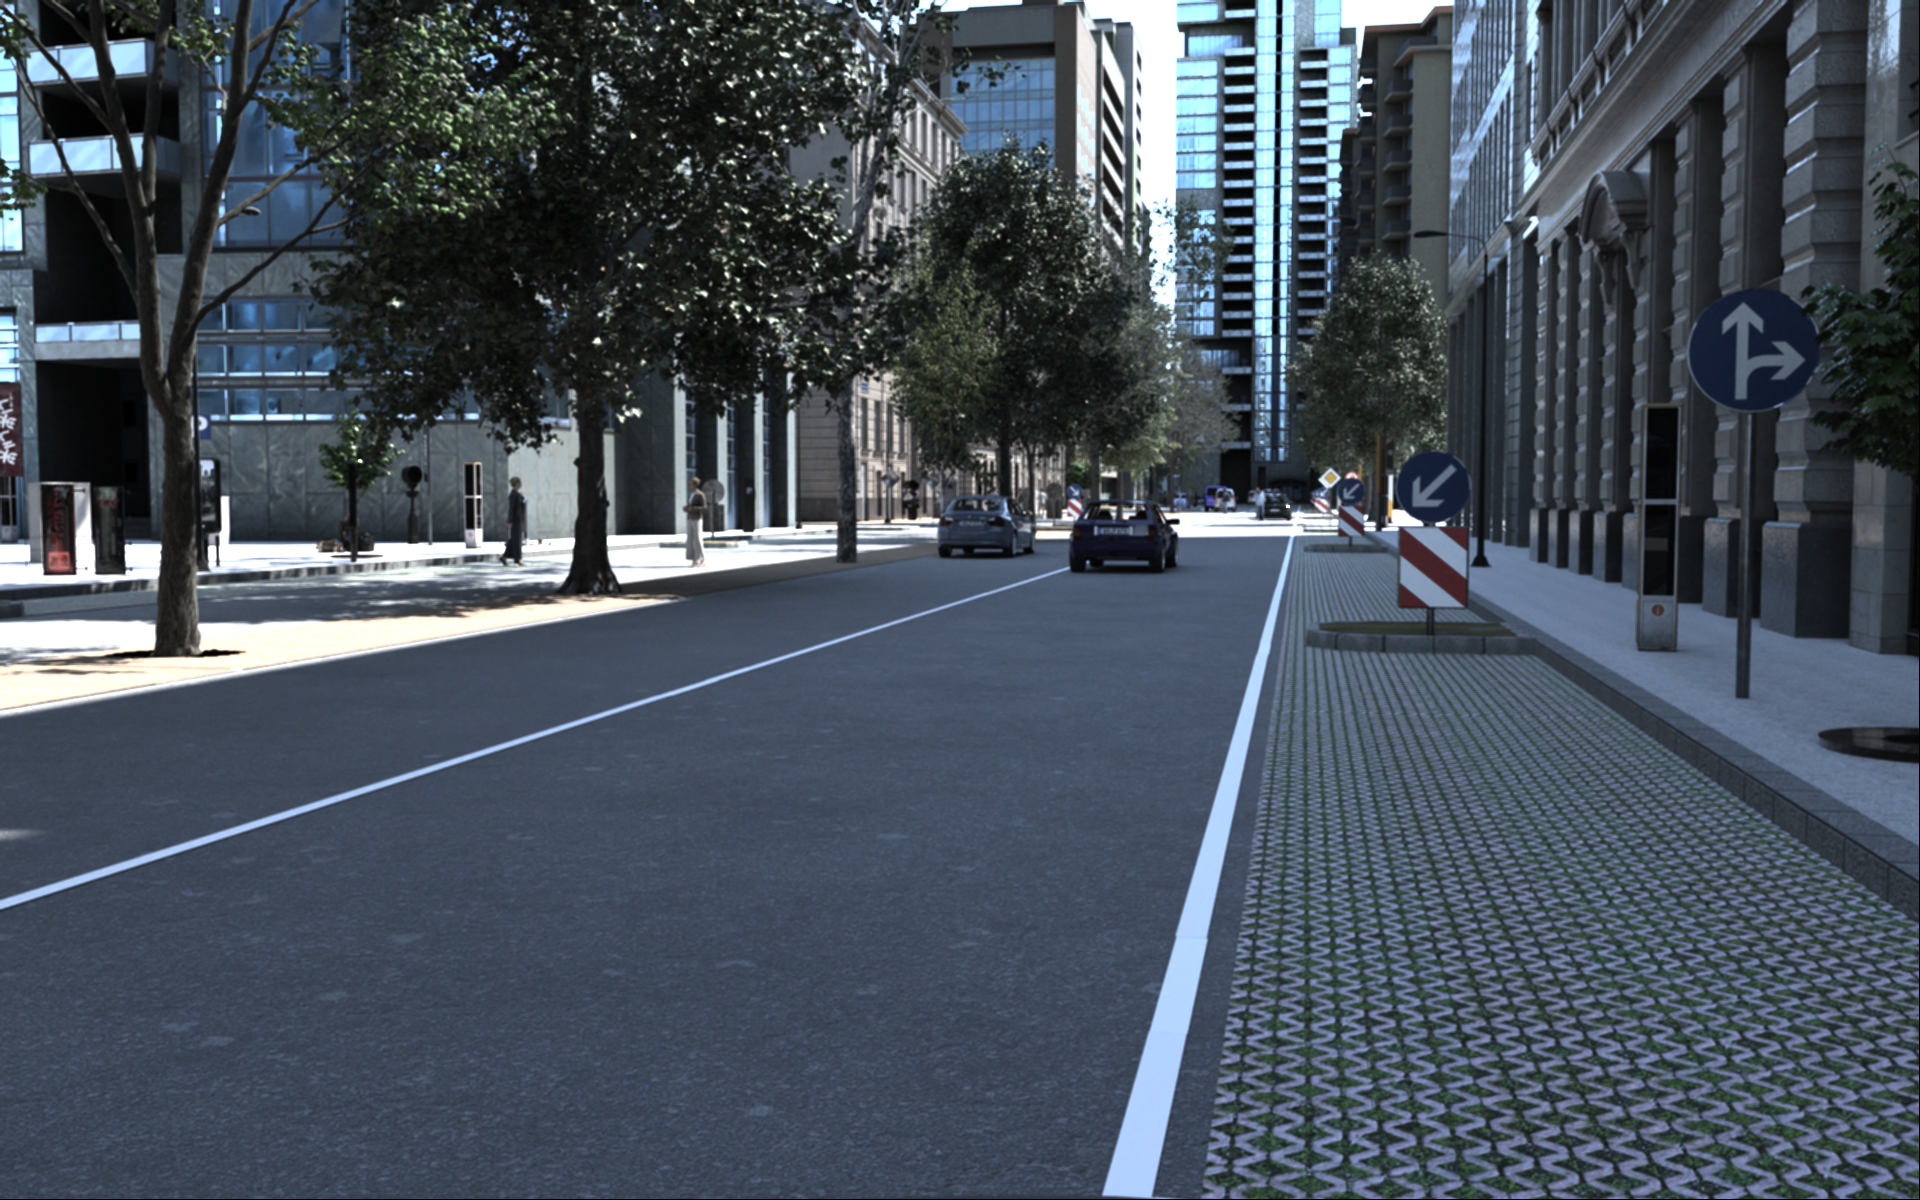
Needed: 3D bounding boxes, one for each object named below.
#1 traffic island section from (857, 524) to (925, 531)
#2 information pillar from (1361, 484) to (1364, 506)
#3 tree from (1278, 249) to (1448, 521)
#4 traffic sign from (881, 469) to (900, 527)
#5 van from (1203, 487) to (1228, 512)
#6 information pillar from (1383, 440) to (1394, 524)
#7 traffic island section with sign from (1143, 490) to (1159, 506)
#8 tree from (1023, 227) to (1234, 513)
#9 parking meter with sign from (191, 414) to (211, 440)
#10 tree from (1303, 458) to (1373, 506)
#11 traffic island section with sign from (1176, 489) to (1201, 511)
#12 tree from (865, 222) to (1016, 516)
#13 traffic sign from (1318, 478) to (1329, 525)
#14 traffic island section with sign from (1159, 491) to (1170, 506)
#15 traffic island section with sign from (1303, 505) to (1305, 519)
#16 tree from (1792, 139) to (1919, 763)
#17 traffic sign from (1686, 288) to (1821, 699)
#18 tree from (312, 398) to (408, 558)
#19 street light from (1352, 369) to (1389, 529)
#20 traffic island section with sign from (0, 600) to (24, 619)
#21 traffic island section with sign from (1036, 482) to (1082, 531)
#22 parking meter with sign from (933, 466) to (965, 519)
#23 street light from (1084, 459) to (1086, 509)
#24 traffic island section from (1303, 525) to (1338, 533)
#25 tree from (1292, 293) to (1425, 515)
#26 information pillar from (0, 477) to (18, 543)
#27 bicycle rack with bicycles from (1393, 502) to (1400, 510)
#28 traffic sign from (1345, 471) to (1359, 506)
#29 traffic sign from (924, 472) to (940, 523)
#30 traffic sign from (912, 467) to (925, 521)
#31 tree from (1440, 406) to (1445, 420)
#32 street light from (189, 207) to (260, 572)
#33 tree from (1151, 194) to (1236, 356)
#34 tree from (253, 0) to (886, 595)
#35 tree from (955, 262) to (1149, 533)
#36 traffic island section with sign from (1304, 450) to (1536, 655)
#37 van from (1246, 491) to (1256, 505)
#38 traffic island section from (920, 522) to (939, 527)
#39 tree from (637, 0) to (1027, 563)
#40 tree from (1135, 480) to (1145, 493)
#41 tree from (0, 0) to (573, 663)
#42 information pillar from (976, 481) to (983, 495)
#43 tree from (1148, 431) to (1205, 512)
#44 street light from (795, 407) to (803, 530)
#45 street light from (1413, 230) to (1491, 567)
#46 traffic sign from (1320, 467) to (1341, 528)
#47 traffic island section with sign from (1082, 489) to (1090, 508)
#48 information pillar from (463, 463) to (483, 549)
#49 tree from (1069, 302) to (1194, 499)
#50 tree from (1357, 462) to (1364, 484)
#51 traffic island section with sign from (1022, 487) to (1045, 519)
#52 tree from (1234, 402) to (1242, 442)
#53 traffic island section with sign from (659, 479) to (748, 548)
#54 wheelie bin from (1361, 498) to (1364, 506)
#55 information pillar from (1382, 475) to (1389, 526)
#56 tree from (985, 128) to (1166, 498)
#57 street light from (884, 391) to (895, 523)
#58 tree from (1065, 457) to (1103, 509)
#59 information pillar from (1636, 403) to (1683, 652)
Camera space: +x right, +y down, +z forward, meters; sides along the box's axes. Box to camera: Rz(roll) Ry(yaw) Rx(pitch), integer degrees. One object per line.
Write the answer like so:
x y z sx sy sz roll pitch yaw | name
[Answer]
-2.763 -2.813 68.275 2.009 0.180 2.903 1 4 11 | traffic island section
28.079 -7.148 121.367 0.304 2.012 0.304 2 4 33 | information pillar
19.618 -10.040 81.157 9.611 12.733 9.660 0 3 0 | tree
-2.739 -3.949 68.208 0.795 2.450 0.064 1 4 11 | traffic sign
21.053 -8.417 142.001 2.240 2.365 5.245 1 4 9 | van
18.381 -5.078 74.380 0.504 3.616 0.183 -1 4 -9 | information pillar
18.866 -10.229 175.876 1.989 1.847 2.006 1 4 11 | traffic island section with sign
6.140 -10.190 79.438 12.009 13.543 11.850 0 3 0 | tree
-17.063 -2.596 38.698 0.543 3.016 1.738 -2 4 -27 | parking meter with sign
32.158 -13.820 144.083 7.486 12.596 7.792 0 3 0 | tree
19.599 -8.569 148.246 2.006 1.907 1.989 1 4 11 | traffic island section with sign
-0.444 -5.653 45.246 4.737 8.622 4.395 0 3 0 | tree
15.431 -4.226 72.744 0.795 2.450 0.064 1 4 11 | traffic sign
24.111 -11.847 202.318 1.989 1.847 2.006 1 4 11 | traffic island section with sign
9.543 -2.093 42.846 1.989 1.847 2.006 1 4 11 | traffic island section with sign
5.000 -0.852 8.530 1.663 3.219 1.824 0 3 0 | tree
4.925 -0.656 10.825 0.768 2.556 0.104 1 4 16 | traffic sign
-12.320 -2.475 35.071 1.663 3.219 1.824 0 3 0 | tree
15.264 -5.621 64.447 1.470 5.913 1.316 1 4 11 | street light
-12.006 -0.687 19.855 1.989 1.847 2.006 1 4 11 | traffic island section with sign
3.570 -3.616 67.265 2.006 1.907 1.989 1 4 11 | traffic island section with sign
-0.536 -5.774 90.666 1.738 3.016 0.543 -1 4 -22 | parking meter with sign
11.010 -10.527 144.652 1.470 5.913 1.316 1 4 11 | street light
13.905 -2.612 64.983 2.009 0.180 2.903 1 4 11 | traffic island section
25.324 -12.288 107.564 9.857 13.997 8.962 0 3 0 | tree
-24.911 -2.498 45.329 0.304 2.012 0.304 0 4 -1 | information pillar
35.050 -7.622 137.995 2.852 0.926 2.925 -3 5 -40 | bicycle rack with bicycles
22.013 -5.942 97.256 0.768 2.556 0.104 1 4 12 | traffic sign
-1.188 -4.428 76.042 0.795 2.450 0.064 1 4 11 | traffic sign
-1.882 -4.967 81.310 0.768 2.556 0.104 1 4 15 | traffic sign
32.004 -10.163 116.526 4.360 8.622 3.978 0 3 0 | tree
-12.026 -3.412 28.328 1.470 5.913 1.316 1 4 11 | street light
9.503 -14.918 102.256 12.611 20.169 13.585 0 3 0 | tree
-5.294 -6.439 24.748 9.611 12.733 9.660 0 3 0 | tree
2.736 -7.699 62.745 8.767 10.594 7.601 1 4 11 | tree
4.308 -0.475 16.402 1.989 1.847 2.006 1 4 11 | traffic island section with sign
37.550 -13.090 221.027 2.013 2.044 4.112 1 4 10 | van
-1.213 -3.292 76.108 2.009 0.180 2.903 1 4 11 | traffic island section
-3.386 -10.899 36.547 12.611 20.169 13.585 0 3 0 | tree
21.331 -12.792 203.753 1.663 3.219 1.824 0 3 0 | tree
-6.811 -5.294 14.763 9.928 11.665 9.643 0 3 0 | tree
1.060 -5.669 97.188 0.304 2.012 0.304 0 4 4 | information pillar
17.309 -11.191 135.793 4.737 8.622 4.395 0 3 0 | tree
-5.297 -5.500 62.460 1.470 5.913 1.316 1 4 11 | street light
8.672 -3.549 30.559 1.470 5.913 1.316 1 4 11 | street light
13.880 -3.747 64.910 0.795 2.450 0.064 1 4 11 | traffic sign
9.271 -7.261 127.350 1.989 1.847 2.006 1 4 11 | traffic island section with sign
-11.394 -2.204 40.530 0.304 2.012 0.304 1 4 15 | information pillar
8.356 -10.423 91.008 7.486 12.596 7.792 0 3 0 | tree
29.757 -10.856 127.859 4.360 8.622 3.978 0 3 0 | tree
3.894 -5.600 100.181 1.989 1.847 2.006 1 4 11 | traffic island section with sign
12.956 -12.355 114.824 12.009 13.543 11.850 0 3 0 | tree
-6.760 -2.307 46.344 1.989 1.847 2.006 1 4 11 | traffic island section with sign
27.387 -6.644 116.530 0.693 1.594 0.980 -2 4 -33 | wheelie bin
16.007 -3.723 65.359 0.304 2.012 0.304 0 4 8 | information pillar
1.438 -8.233 54.078 9.611 12.733 9.660 0 3 0 | tree
-2.665 -6.337 76.150 1.470 5.913 1.316 1 4 11 | street light
10.588 -10.049 148.015 4.285 4.588 4.351 0 3 0 | tree
5.723 -0.593 14.184 0.304 2.012 0.304 1 4 18 | information pillar
